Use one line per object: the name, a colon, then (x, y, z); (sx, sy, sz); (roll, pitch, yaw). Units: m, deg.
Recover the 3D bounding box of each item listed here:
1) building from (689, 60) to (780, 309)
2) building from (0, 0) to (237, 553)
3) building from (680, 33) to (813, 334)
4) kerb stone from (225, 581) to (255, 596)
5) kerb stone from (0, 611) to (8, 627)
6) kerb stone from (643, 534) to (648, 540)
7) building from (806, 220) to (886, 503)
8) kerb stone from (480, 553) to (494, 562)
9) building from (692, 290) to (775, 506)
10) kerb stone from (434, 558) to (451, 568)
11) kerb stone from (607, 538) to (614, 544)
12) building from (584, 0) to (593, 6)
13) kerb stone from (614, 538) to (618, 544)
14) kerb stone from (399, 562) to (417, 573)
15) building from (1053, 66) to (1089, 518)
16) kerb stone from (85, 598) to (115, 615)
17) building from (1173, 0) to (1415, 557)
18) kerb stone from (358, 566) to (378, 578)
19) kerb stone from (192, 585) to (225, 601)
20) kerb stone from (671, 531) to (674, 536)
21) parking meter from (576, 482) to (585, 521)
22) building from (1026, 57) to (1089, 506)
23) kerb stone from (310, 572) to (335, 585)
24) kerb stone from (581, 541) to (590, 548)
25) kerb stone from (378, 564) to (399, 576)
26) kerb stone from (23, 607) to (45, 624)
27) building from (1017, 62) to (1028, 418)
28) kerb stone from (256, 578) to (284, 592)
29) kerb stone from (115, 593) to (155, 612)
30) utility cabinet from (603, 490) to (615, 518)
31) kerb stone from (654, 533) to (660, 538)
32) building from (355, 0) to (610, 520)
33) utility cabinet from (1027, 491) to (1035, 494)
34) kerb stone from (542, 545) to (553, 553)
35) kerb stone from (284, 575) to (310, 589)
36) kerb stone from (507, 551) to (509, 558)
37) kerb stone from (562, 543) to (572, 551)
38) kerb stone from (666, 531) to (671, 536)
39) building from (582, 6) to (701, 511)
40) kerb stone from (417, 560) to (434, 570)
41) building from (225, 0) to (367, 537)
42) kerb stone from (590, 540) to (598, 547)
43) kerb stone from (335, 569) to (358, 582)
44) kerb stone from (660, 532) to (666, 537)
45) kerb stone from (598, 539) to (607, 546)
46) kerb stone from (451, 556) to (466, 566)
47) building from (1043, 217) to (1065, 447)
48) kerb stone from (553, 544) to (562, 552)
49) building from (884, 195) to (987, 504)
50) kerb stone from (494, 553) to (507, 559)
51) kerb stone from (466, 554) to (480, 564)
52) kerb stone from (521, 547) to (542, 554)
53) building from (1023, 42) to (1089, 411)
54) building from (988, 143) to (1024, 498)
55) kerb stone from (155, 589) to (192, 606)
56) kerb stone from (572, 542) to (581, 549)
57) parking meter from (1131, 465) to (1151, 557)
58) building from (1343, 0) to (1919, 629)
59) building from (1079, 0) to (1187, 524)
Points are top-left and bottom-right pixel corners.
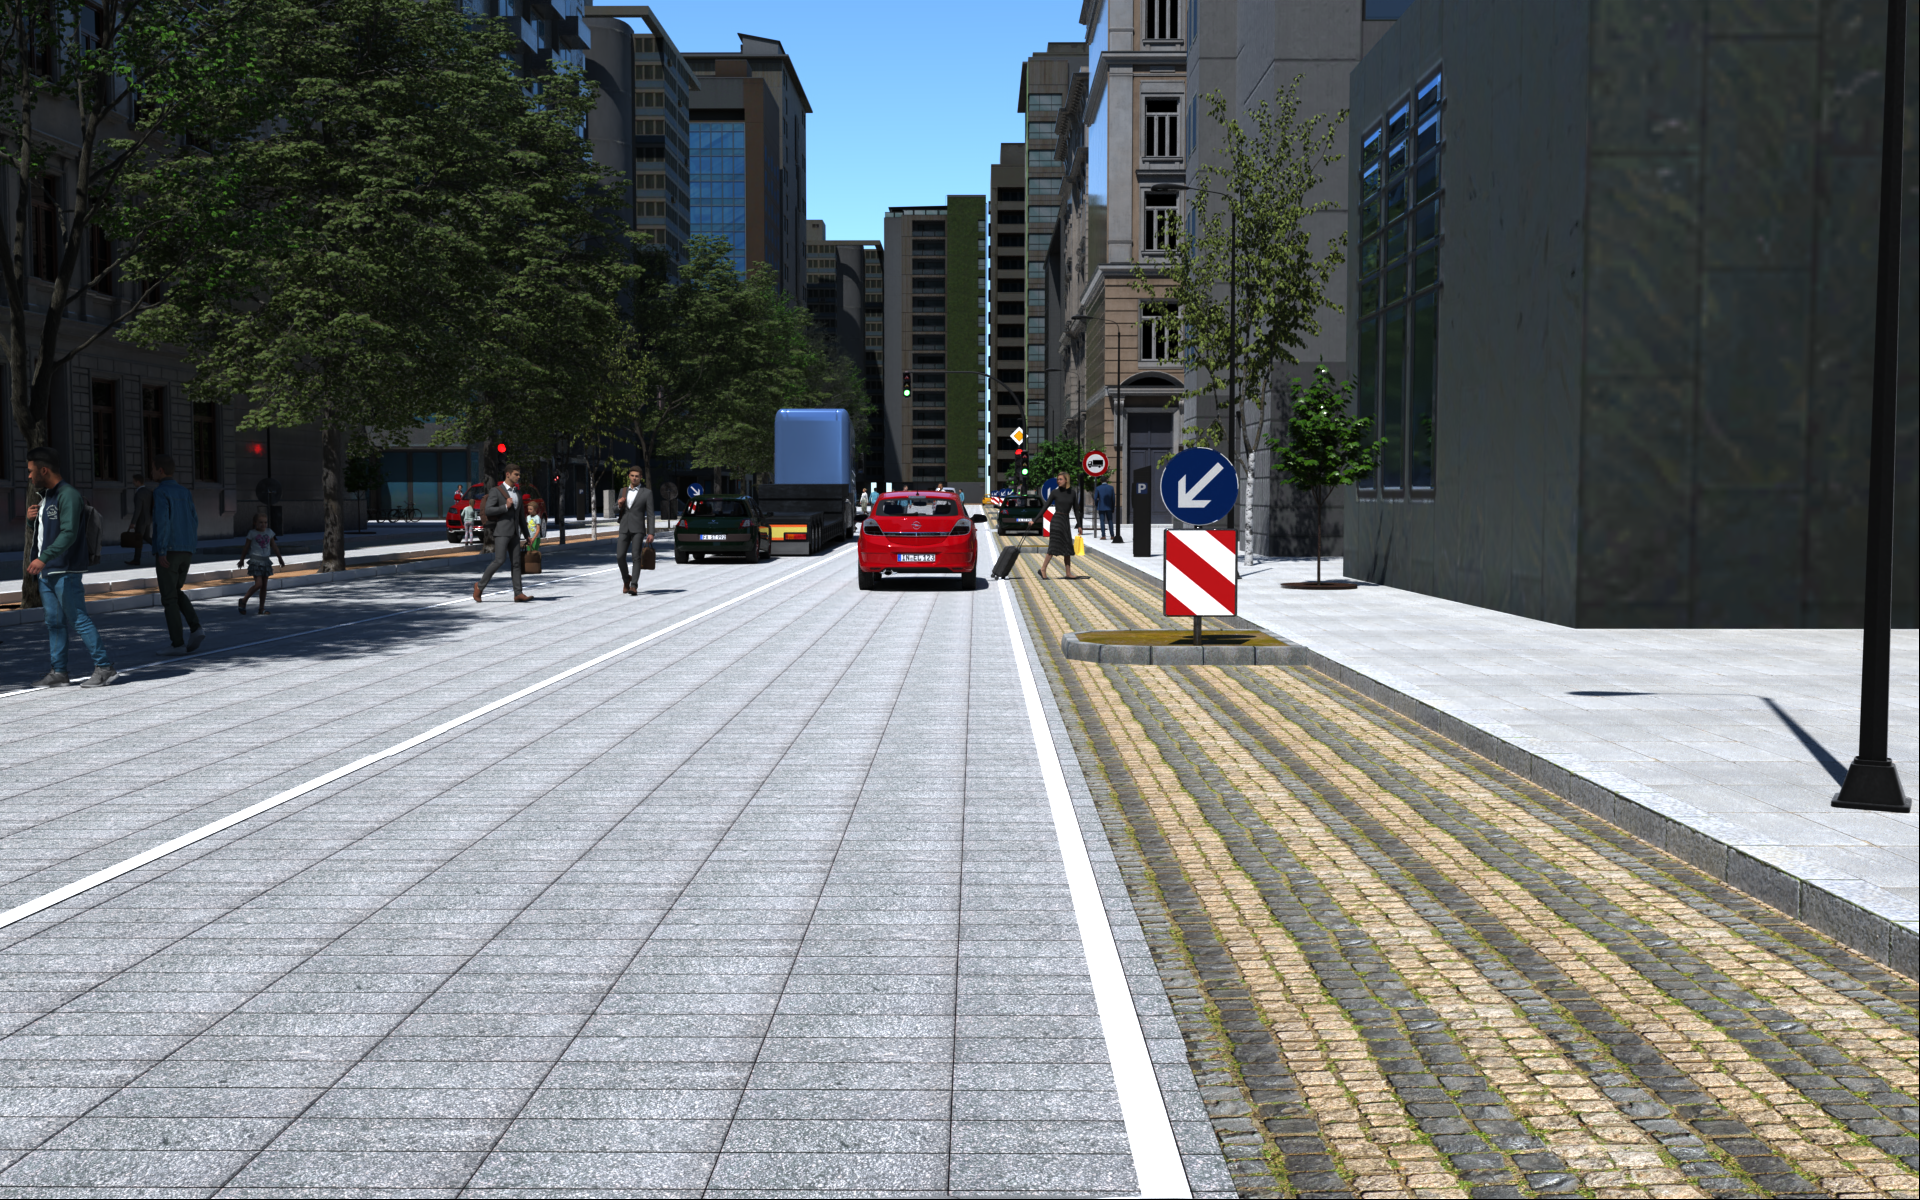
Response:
building: (-26.697, -32.608, 183.247); (14.600, 45.320, 14.200); (0, 4, 1)
building: (-25.939, -12.435, 39.466); (11.583, 22.565, 21.152); (0, 4, 1)
building: (-32.605, -37.814, 207.497); (27.495, 52.752, 28.713); (0, 4, 1)
kerb stone: (-10.331, -0.146, 24.646); (0.120, 0.150, 1.000); (0, 4, 1)
kerb stone: (-10.385, 0.225, 18.511); (0.120, 0.150, 1.000); (0, 4, 1)
kerb stone: (-10.018, -2.030, 55.388); (0.120, 0.150, 1.000); (0, 4, 1)
building: (-22.279, -34.019, 248.094); (23.993, 40.220, 32.217); (0, 4, 1)
kerb stone: (-10.201, -0.898, 36.952); (0.120, 0.150, 1.000); (0, 4, 1)
building: (-32.505, -19.406, 162.327); (27.650, 21.520, 28.899); (0, 4, 1)
kerb stone: (-10.230, -0.714, 33.884); (0.120, 0.150, 1.000); (0, 4, 1)
kerb stone: (-10.085, -1.655, 49.250); (0.120, 0.150, 1.000); (0, 4, 1)
building: (-56.611, -47.311, 211.786); (20.611, 71.187, 20.563); (0, 4, 1)
kerb stone: (-10.061, -1.714, 50.272); (0.120, 0.150, 1.000); (0, 4, 1)
kerb stone: (-10.247, -0.583, 31.834); (0.120, 0.150, 1.000); (0, 4, 1)
building: (12.950, -19.344, 103.658); (14.401, 28.519, 23.554); (0, 4, 1)
kerb stone: (-10.364, 0.100, 20.555); (0.120, 0.150, 1.000); (0, 4, 1)
building: (16.951, -30.918, 47.511); (21.231, 58.520, 28.212); (0, 4, 1)
kerb stone: (-10.277, -0.460, 29.778); (0.120, 0.150, 1.000); (0, 4, 1)
kerb stone: (-10.336, -0.083, 23.621); (0.120, 0.150, 1.000); (0, 4, 1)
kerb stone: (-9.974, -2.281, 59.494); (0.120, 0.150, 1.000); (0, 4, 1)
parking meter: (-18.416, -4.797, 84.144); (0.399, 1.863, 0.255); (-2, 4, -27)
building: (13.306, -29.495, 165.829); (14.154, 41.232, 14.086); (0, 4, 1)
kerb stone: (-10.296, -0.337, 27.711); (0.120, 0.150, 1.000); (0, 4, 1)
kerb stone: (-10.100, -1.467, 46.181); (0.120, 0.150, 1.000); (0, 4, 1)
kerb stone: (-10.260, -0.526, 30.804); (0.120, 0.150, 1.000); (0, 4, 1)
kerb stone: (-10.376, 0.163, 19.533); (0.120, 0.150, 1.000); (0, 4, 1)
building: (21.507, -37.827, 207.709); (28.713, 52.752, 27.495); (0, 4, 1)
kerb stone: (-10.322, -0.212, 25.668); (0.120, 0.150, 1.000); (0, 4, 1)
kerb stone: (-10.358, 0.038, 21.576); (0.120, 0.150, 1.000); (0, 4, 1)
utility cabinet: (-18.510, -5.055, 91.334); (0.318, 1.500, 1.173); (0, 4, 4)
kerb stone: (-10.011, -2.091, 56.410); (0.120, 0.150, 1.000); (0, 4, 1)
building: (-33.344, -29.148, 96.184); (23.786, 49.044, 30.456); (0, 4, 1)
utility cabinet: (4.558, -6.390, 113.162); (0.318, 1.500, 1.173); (-1, 4, -16)
kerb stone: (-10.145, -1.214, 42.081); (0.120, 0.150, 1.000); (0, 4, 1)
kerb stone: (-10.304, -0.270, 26.690); (0.120, 0.150, 1.000); (0, 4, 1)
kerb stone: (-10.183, -1.028, 39.006); (0.120, 0.150, 1.000); (0, 4, 1)
kerb stone: (-10.125, -1.338, 44.132); (0.120, 0.150, 1.000); (0, 4, 1)
kerb stone: (-9.988, -2.218, 58.468); (0.120, 0.150, 1.000); (0, 4, 1)
building: (-34.178, -27.078, 134.604); (32.217, 40.220, 23.993); (0, 4, 1)
kerb stone: (-10.239, -0.652, 32.862); (0.120, 0.150, 1.000); (0, 4, 1)
building: (-33.629, -15.846, 56.350); (25.104, 27.353, 12.463); (0, 4, 1)
kerb stone: (-10.097, -1.523, 47.203); (0.120, 0.150, 1.000); (0, 4, 1)
kerb stone: (-10.280, -0.400, 28.742); (0.120, 0.150, 1.000); (0, 4, 1)
kerb stone: (-9.996, -2.149, 57.440); (0.120, 0.150, 1.000); (0, 4, 1)
kerb stone: (-10.081, -1.592, 48.228); (0.120, 0.150, 1.000); (0, 4, 1)
kerb stone: (-10.211, -0.776, 34.908); (0.120, 0.150, 1.000); (0, 4, 1)
building: (13.930, -19.071, 130.875); (14.314, 24.678, 30.058); (0, 4, 1)
kerb stone: (-10.143, -1.279, 43.110); (0.120, 0.150, 1.000); (0, 4, 1)
building: (-3.331, -33.958, 238.806); (14.086, 41.232, 14.154); (0, 4, 1)
kerb stone: (-10.182, -0.962, 37.975); (0.120, 0.150, 1.000); (0, 4, 1)
kerb stone: (-10.213, -0.837, 35.930); (0.120, 0.150, 1.000); (0, 4, 1)
kerb stone: (-10.155, -1.154, 41.059); (0.120, 0.150, 1.000); (0, 4, 1)
building: (17.974, -34.231, 183.370); (21.300, 48.544, 21.600); (0, 4, 1)
building: (14.736, -37.800, 241.735); (21.600, 48.544, 21.300); (0, 4, 1)
kerb stone: (-10.341, -0.025, 22.598); (0.120, 0.150, 1.000); (0, 4, 1)
kerb stone: (-10.118, -1.404, 45.153); (0.120, 0.150, 1.000); (0, 4, 1)
parking meter: (3.693, -1.810, 35.312); (0.399, 1.863, 0.255); (0, 4, 7)
building: (16.969, -42.573, 8.747); (22.319, 86.520, 31.000); (0, 4, 1)
building: (15.823, -17.915, 78.812); (20.117, 28.700, 13.634); (0, 4, 1)
